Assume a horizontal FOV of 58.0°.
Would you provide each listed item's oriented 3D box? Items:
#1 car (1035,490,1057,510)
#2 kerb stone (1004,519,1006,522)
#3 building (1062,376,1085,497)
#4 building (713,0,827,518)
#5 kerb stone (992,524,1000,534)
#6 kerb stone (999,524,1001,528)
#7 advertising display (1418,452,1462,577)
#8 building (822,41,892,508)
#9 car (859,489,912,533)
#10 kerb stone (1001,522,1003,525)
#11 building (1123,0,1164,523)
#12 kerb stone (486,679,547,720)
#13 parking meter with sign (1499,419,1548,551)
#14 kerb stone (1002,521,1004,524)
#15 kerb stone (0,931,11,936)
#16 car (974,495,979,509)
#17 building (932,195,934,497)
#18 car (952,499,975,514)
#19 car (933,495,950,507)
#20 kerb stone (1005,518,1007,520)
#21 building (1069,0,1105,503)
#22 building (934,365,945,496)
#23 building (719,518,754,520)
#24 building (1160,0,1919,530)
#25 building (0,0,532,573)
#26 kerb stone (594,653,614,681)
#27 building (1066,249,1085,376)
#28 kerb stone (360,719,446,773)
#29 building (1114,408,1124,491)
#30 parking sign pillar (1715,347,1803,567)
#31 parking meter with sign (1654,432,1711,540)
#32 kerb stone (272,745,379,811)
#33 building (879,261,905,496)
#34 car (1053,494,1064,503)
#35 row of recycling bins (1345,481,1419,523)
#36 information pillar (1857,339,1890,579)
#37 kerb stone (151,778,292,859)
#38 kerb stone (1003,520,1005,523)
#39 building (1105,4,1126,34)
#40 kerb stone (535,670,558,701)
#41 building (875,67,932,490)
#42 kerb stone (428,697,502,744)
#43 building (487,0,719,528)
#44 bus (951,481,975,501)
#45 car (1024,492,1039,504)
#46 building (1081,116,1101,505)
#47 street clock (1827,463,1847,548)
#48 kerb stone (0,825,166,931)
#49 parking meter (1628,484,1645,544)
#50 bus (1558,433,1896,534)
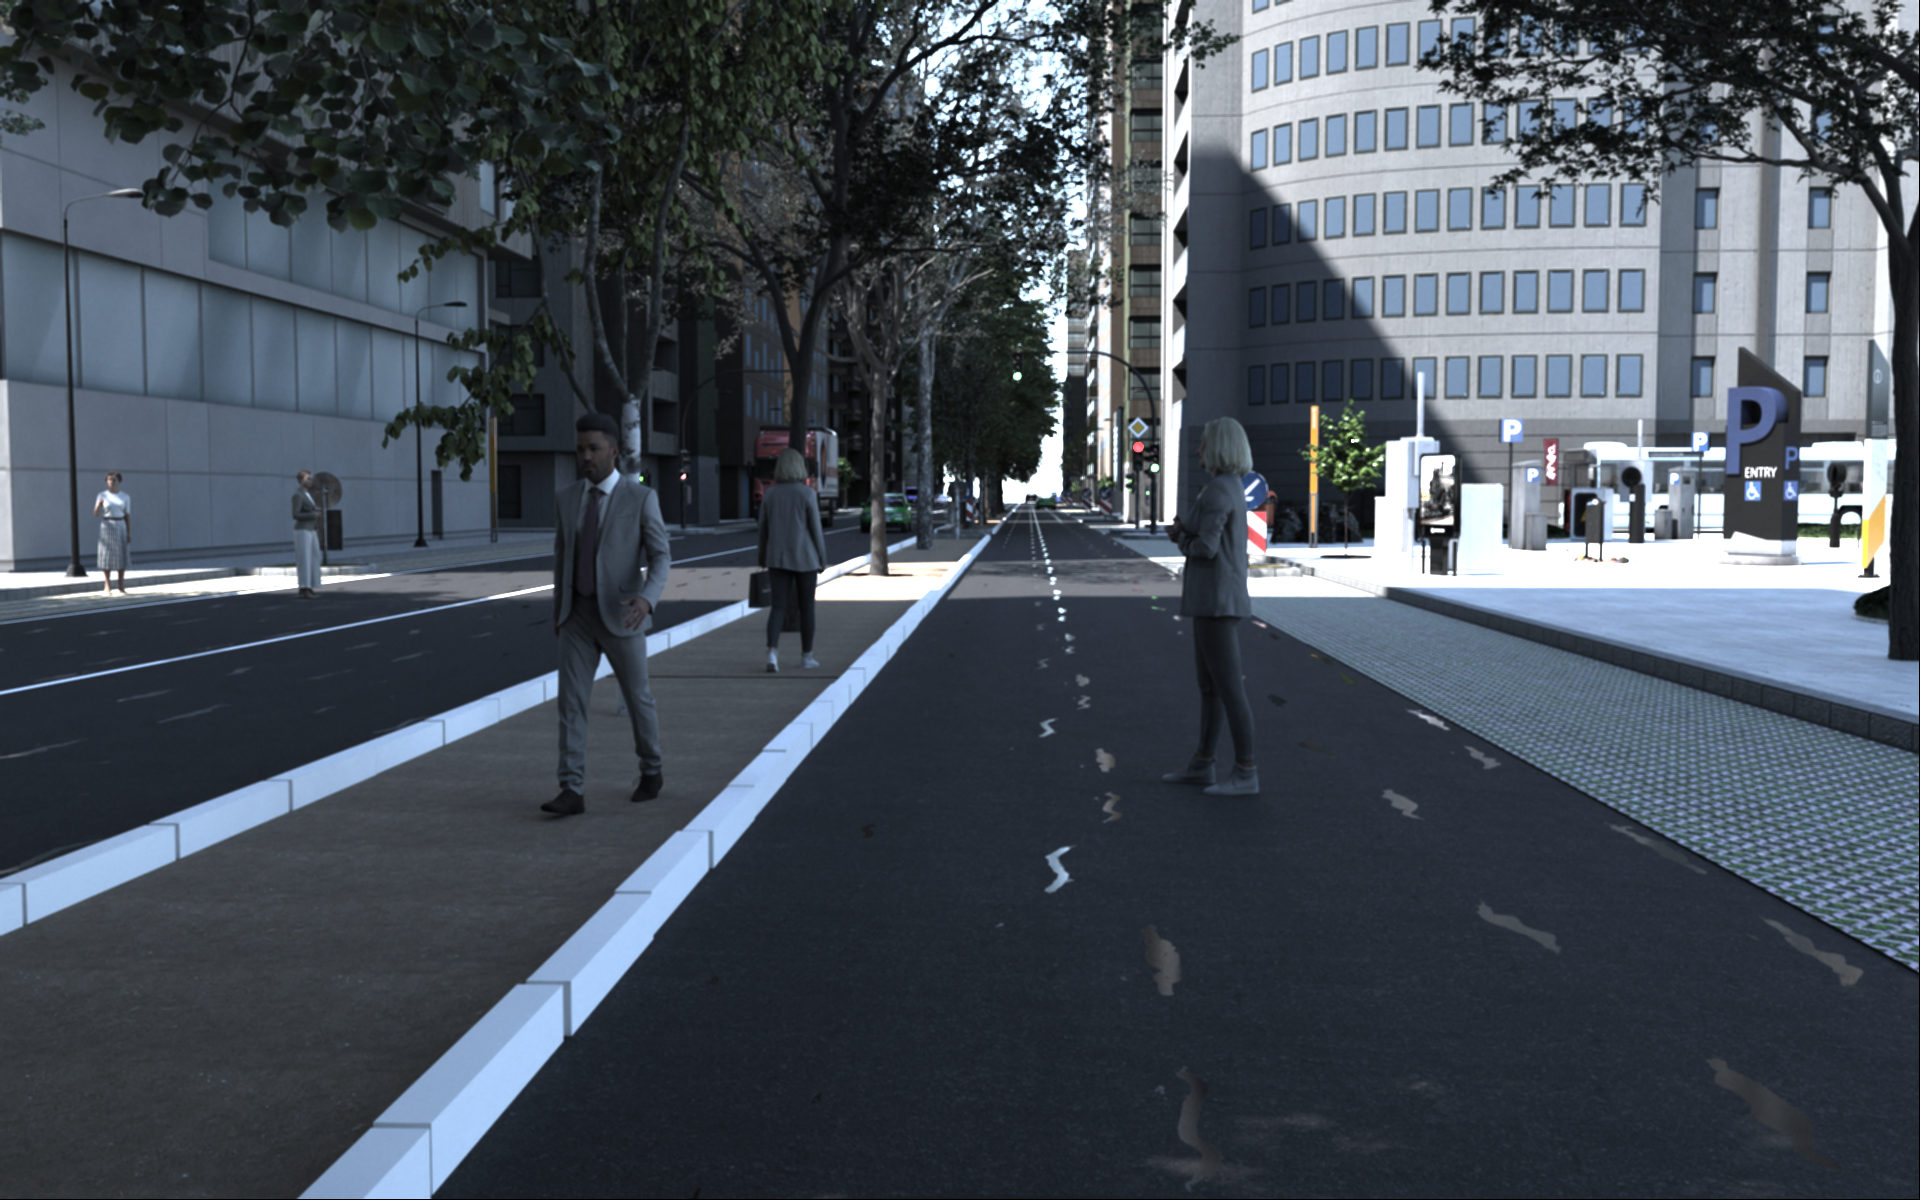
[{"bbox_3d":[7.827,-9.100,157.585,1.959,1.807,4.718,0,4,1],"label":"car"},{"bbox_3d":[1.969,-3.625,81.459,0.120,0.150,1.000,0,4,2],"label":"kerb stone"},{"bbox_3d":[29.875,-25.879,268.158,27.650,21.520,28.899,0,4,2],"label":"building"},{"bbox_3d":[-16.476,-28.352,113.673,14.600,45.320,14.200,0,4,2],"label":"building"},{"bbox_3d":[1.400,-2.747,67.101,0.120,0.150,1.000,0,4,2],"label":"kerb stone"},{"bbox_3d":[1.437,-2.810,68.131,0.120,0.150,1.000,0,4,2],"label":"kerb stone"},{"bbox_3d":[7.529,-1.344,27.186,0.123,1.923,0.974,-1,4,-19],"label":"advertising display"},{"bbox_3d":[-18.827,-32.249,181.903,22.147,44.769,28.867,0,4,2],"label":"building"},{"bbox_3d":[-2.778,-3.470,65.527,1.959,1.807,4.718,0,4,1],"label":"car"},{"bbox_3d":[1.640,-3.123,73.260,0.120,0.150,1.000,0,4,2],"label":"kerb stone"},{"bbox_3d":[15.651,-19.573,91.715,14.160,30.474,14.107,0,4,2],"label":"building"},{"bbox_3d":[-2.929,0.663,11.362,0.120,0.150,1.000,0,4,2],"label":"kerb stone"},{"bbox_3d":[12.883,-2.642,39.458,0.543,3.016,1.738,0,4,-6],"label":"parking meter with sign"},{"bbox_3d":[1.721,-3.246,75.306,0.120,0.150,1.000,0,4,2],"label":"kerb stone"},{"bbox_3d":[-3.164,1.039,5.202,0.120,0.150,1.000,0,4,2],"label":"kerb stone"},{"bbox_3d":[0.977,-9.156,162.281,1.945,1.354,3.894,0,4,3],"label":"car"},{"bbox_3d":[-15.227,-44.242,265.363,21.231,58.520,28.212,0,4,2],"label":"building"},{"bbox_3d":[0.152,-6.712,122.319,1.945,1.354,3.894,0,4,4],"label":"car"},{"bbox_3d":[-2.159,-10.906,190.674,2.083,1.381,4.827,0,4,3],"label":"car"},{"bbox_3d":[2.086,-3.811,84.522,0.120,0.150,1.000,0,4,2],"label":"kerb stone"},{"bbox_3d":[25.840,-49.164,242.074,20.563,71.187,20.611,0,4,2],"label":"building"},{"bbox_3d":[-9.935,-31.565,287.786,14.160,30.474,14.107,0,4,2],"label":"building"},{"bbox_3d":[-17.272,-26.998,91.529,14.600,45.320,14.200,0,4,2],"label":"building"},{"bbox_3d":[23.153,-32.329,70.586,28.212,58.520,21.231,0,4,2],"label":"building"},{"bbox_3d":[-26.983,-27.615,40.743,27.495,52.752,28.713,0,4,2],"label":"building"},{"bbox_3d":[-2.840,0.538,13.404,0.120,0.150,1.000,0,4,2],"label":"kerb stone"},{"bbox_3d":[24.748,-37.064,289.591,14.154,41.232,14.086,0,4,2],"label":"building"},{"bbox_3d":[-3.005,0.792,9.302,0.120,0.150,1.000,0,4,2],"label":"kerb stone"},{"bbox_3d":[22.811,-49.393,120.241,22.319,86.520,31.000,0,4,2],"label":"building"},{"bbox_3d":[14.446,-2.613,31.202,1.447,3.967,1.447,-2,4,-23],"label":"parking sign pillar"},{"bbox_3d":[20.176,-3.193,48.470,1.738,3.016,0.543,-2,4,-31],"label":"parking meter with sign"},{"bbox_3d":[-3.037,0.851,8.279,0.120,0.150,1.000,0,4,2],"label":"kerb stone"},{"bbox_3d":[-14.014,-26.440,203.993,14.160,30.474,14.107,0,4,2],"label":"building"},{"bbox_3d":[13.508,-14.180,241.439,1.945,1.707,3.694,0,4,3],"label":"car"},{"bbox_3d":[13.340,-2.851,53.720,1.069,1.692,3.534,-2,4,-34],"label":"row of recycling bins"},{"bbox_3d":[13.918,-2.139,26.330,0.504,3.616,0.183,-2,4,-32],"label":"information pillar"},{"bbox_3d":[-3.084,0.915,7.255,0.120,0.150,1.000,0,4,2],"label":"kerb stone"},{"bbox_3d":[1.846,-3.437,78.383,0.120,0.150,1.000,0,4,2],"label":"kerb stone"},{"bbox_3d":[19.414,-30.393,147.038,14.600,45.320,14.200,0,4,2],"label":"building"},{"bbox_3d":[-2.884,0.601,12.383,0.120,0.150,1.000,0,4,2],"label":"kerb stone"},{"bbox_3d":[-15.642,-42.515,237.125,21.231,58.520,28.212,0,4,2],"label":"building"},{"bbox_3d":[-2.961,0.726,10.325,0.120,0.150,1.000,0,4,2],"label":"kerb stone"},{"bbox_3d":[-18.037,-18.237,69.883,14.160,30.474,14.107,0,4,2],"label":"building"},{"bbox_3d":[0.406,-14.886,238.241,2.948,3.499,13.247,0,4,4],"label":"bus"},{"bbox_3d":[10.756,-15.432,260.992,2.281,1.827,5.304,0,4,2],"label":"car"},{"bbox_3d":[26.082,-35.356,197.684,23.786,49.044,30.456,0,4,2],"label":"building"},{"bbox_3d":[20.732,-2.228,40.995,0.358,2.002,0.471,0,4,-1],"label":"street clock"},{"bbox_3d":[-3.125,0.979,6.225,0.120,0.150,1.000,0,4,2],"label":"kerb stone"},{"bbox_3d":[17.355,-2.201,44.403,0.372,1.533,0.369,0,3,0],"label":"parking meter"},{"bbox_3d":[26.494,-3.910,58.781,13.247,3.499,2.948,0,4,1],"label":"bus"}]
